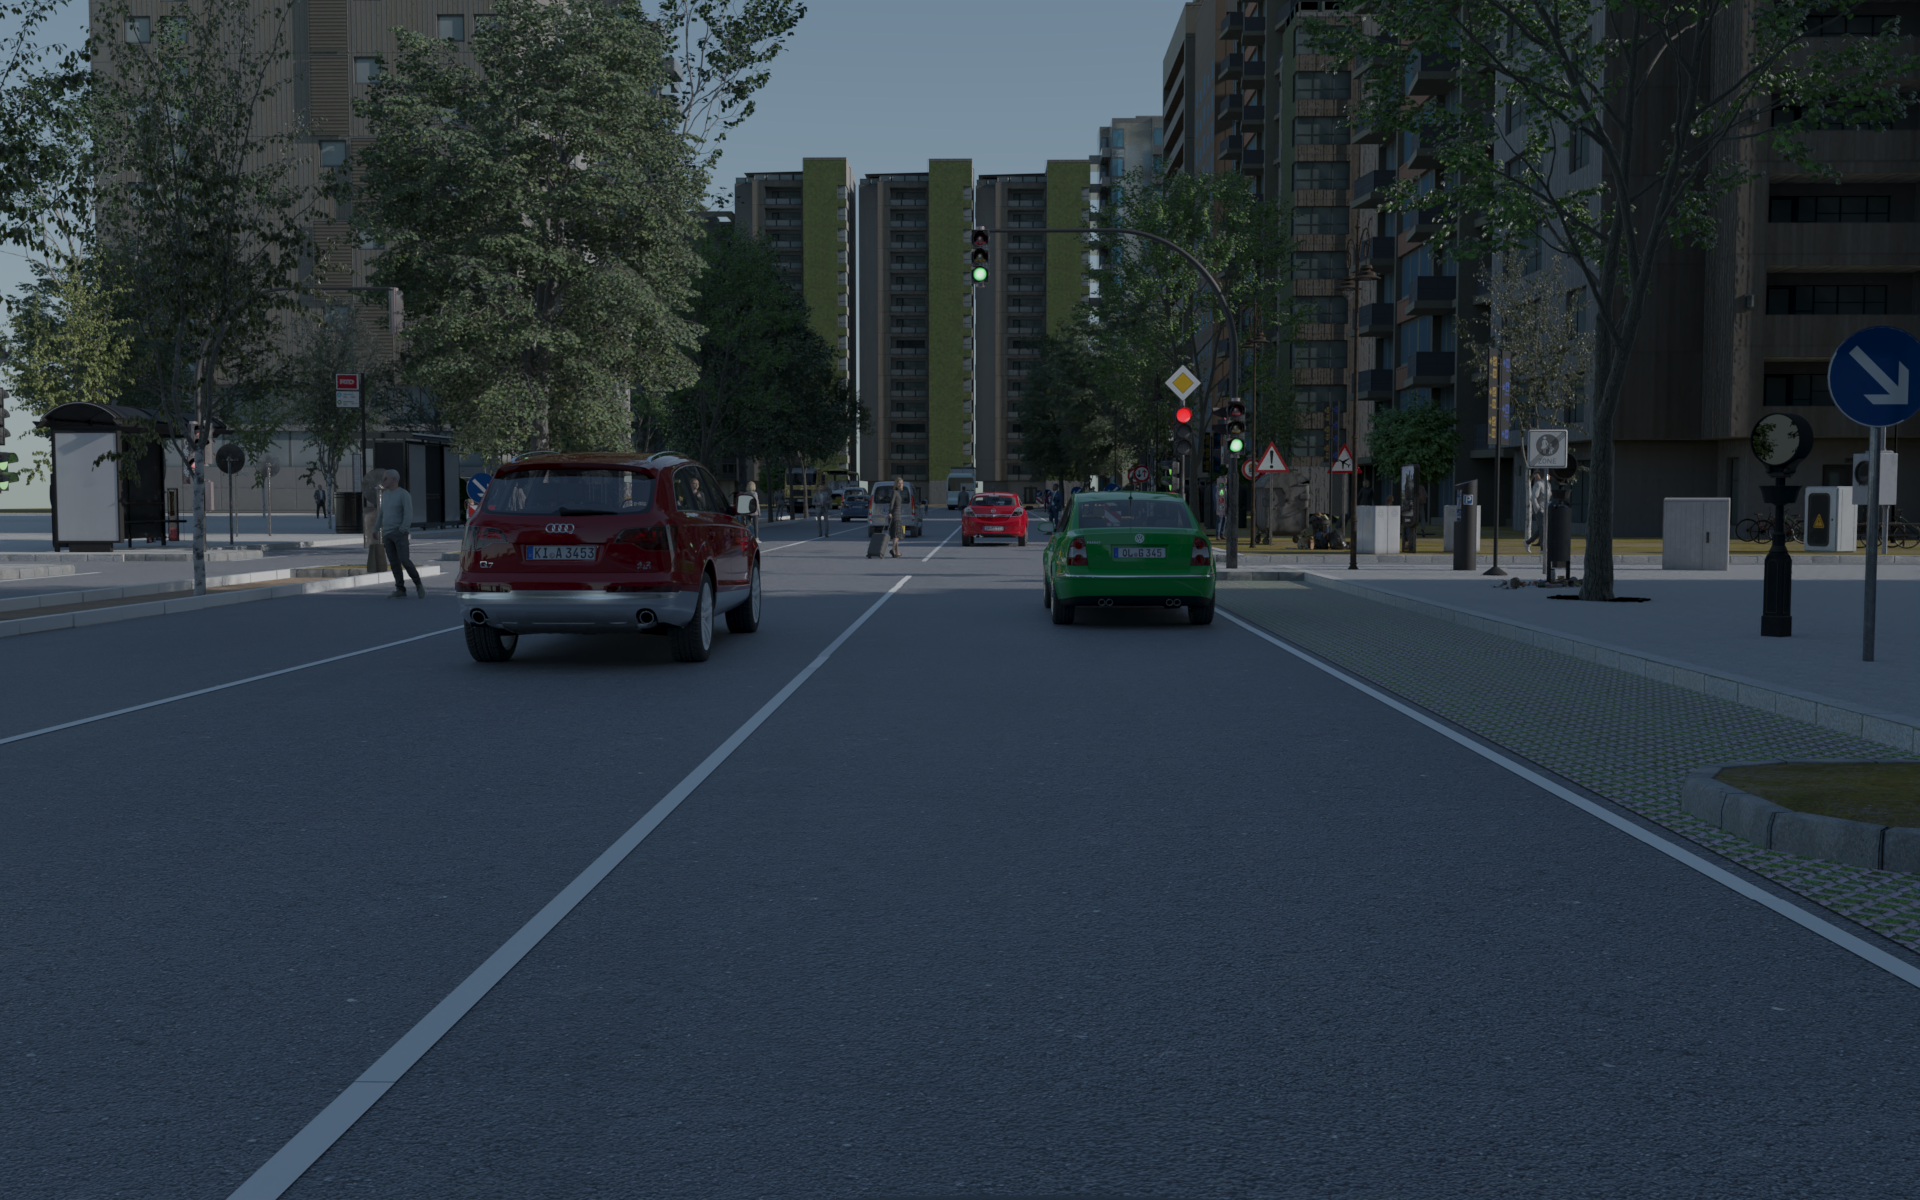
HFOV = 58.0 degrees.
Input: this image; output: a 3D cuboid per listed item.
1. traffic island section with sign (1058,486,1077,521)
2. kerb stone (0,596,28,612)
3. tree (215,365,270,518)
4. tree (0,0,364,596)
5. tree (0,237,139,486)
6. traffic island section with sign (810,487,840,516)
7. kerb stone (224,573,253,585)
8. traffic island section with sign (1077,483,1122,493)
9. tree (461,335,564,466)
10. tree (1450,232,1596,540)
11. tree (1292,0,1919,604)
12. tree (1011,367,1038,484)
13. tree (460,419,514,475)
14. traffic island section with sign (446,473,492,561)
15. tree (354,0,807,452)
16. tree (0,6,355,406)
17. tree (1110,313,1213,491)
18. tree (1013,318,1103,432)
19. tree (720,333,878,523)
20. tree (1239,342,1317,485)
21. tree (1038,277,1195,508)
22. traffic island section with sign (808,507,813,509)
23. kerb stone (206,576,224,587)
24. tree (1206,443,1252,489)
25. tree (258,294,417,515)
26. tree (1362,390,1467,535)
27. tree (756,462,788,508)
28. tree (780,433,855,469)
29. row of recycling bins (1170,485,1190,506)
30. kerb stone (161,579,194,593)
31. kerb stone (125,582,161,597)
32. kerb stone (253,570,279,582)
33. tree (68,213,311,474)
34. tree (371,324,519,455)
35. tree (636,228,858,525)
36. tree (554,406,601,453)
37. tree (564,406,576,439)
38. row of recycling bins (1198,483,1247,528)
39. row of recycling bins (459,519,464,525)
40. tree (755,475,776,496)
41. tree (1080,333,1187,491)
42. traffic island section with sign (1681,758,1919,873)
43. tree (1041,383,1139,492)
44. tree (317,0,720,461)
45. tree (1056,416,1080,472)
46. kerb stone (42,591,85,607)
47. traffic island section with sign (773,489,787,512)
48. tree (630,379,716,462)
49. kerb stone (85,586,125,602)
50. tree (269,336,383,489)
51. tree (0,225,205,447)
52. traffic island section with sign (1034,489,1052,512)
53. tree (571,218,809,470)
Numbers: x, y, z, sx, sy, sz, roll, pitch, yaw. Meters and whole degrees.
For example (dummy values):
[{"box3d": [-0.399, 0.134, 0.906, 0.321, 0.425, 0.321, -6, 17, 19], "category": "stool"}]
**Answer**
[{"box3d": [5.926, -4.963, 89.780, 1.989, 1.847, 2.006, 0, 4, 1], "category": "traffic island section with sign"}, {"box3d": [-11.643, 0.057, 21.274, 0.120, 0.150, 1.000, 0, 4, 1], "category": "kerb stone"}, {"box3d": [-37.900, -8.751, 93.445, 4.737, 8.622, 4.395, 0, 3, 0], "category": "tree"}, {"box3d": [-10.279, -4.316, 23.385, 4.360, 8.622, 3.978, 0, 3, 0], "category": "tree"}, {"box3d": [-25.407, -6.070, 49.608, 4.737, 8.622, 4.395, 0, 3, 0], "category": "tree"}, {"box3d": [-8.713, -6.409, 112.927, 2.006, 1.907, 1.989, 0, 4, 1], "category": "traffic island section with sign"}, {"box3d": [-11.512, -0.317, 27.420, 0.120, 0.150, 1.000, 0, 4, 1], "category": "kerb stone"}, {"box3d": [5.378, -3.315, 62.831, 1.989, 1.847, 2.006, 0, 4, 1], "category": "traffic island section with sign"}, {"box3d": [-18.745, -7.409, 71.496, 4.360, 8.622, 3.978, 0, 3, 0], "category": "tree"}, {"box3d": [15.130, -5.844, 45.912, 4.360, 8.622, 3.978, 0, 3, 0], "category": "tree"}, {"box3d": [7.860, -5.795, 20.505, 9.928, 11.665, 9.643, 0, 3, 0], "category": "tree"}, {"box3d": [9.293, -15.432, 158.963, 9.857, 13.997, 8.962, 0, 3, 0], "category": "tree"}, {"box3d": [-27.512, -9.224, 101.175, 4.737, 8.622, 4.395, 0, 3, 0], "category": "tree"}, {"box3d": [-10.235, -1.815, 37.804, 2.006, 1.907, 1.989, 0, 4, 1], "category": "traffic island section with sign"}, {"box3d": [-11.328, -11.890, 52.754, 12.611, 20.169, 13.585, 0, 3, 0], "category": "tree"}, {"box3d": [-32.481, -12.908, 66.931, 12.611, 20.169, 13.585, 0, 3, 0], "category": "tree"}, {"box3d": [8.117, -7.363, 70.751, 4.737, 8.622, 4.395, 0, 3, 0], "category": "tree"}, {"box3d": [11.749, -20.052, 183.743, 12.611, 20.169, 13.585, 0, 3, 0], "category": "tree"}, {"box3d": [-8.813, -9.954, 99.617, 8.767, 10.594, 7.601, 0, 4, 1], "category": "tree"}, {"box3d": [15.245, -8.117, 83.068, 4.737, 8.622, 4.395, 0, 3, 0], "category": "tree"}, {"box3d": [9.278, -11.949, 102.014, 9.857, 13.997, 8.962, 0, 3, 0], "category": "tree"}, {"box3d": [-13.824, -9.692, 167.088, 1.989, 1.847, 2.006, 0, 4, 1], "category": "traffic island section with sign"}, {"box3d": [-11.533, -0.257, 26.398, 0.120, 0.150, 1.000, 0, 4, 1], "category": "kerb stone"}, {"box3d": [16.299, -7.373, 104.261, 4.285, 4.588, 4.351, 0, 3, 0], "category": "tree"}, {"box3d": [-38.405, -11.988, 106.365, 12.009, 13.543, 11.850, 0, 3, 0], "category": "tree"}, {"box3d": [14.336, -4.335, 54.585, 4.285, 4.588, 4.351, 0, 3, 0], "category": "tree"}, {"box3d": [-17.328, -11.119, 165.504, 4.285, 4.588, 4.351, 0, 3, 0], "category": "tree"}, {"box3d": [-16.040, -16.651, 182.613, 12.009, 13.543, 11.850, 0, 3, 0], "category": "tree"}, {"box3d": [10.198, -4.292, 77.284, 1.069, 1.692, 3.534, 2, 4, 27], "category": "row of recycling bins"}, {"box3d": [-11.555, -0.195, 25.376, 0.120, 0.150, 1.000, 0, 4, 1], "category": "kerb stone"}, {"box3d": [-11.570, -0.132, 24.353, 0.120, 0.150, 1.000, 0, 4, 1], "category": "kerb stone"}, {"box3d": [-11.493, -0.382, 28.442, 0.120, 0.150, 1.000, 0, 4, 1], "category": "kerb stone"}, {"box3d": [-25.397, -7.491, 56.889, 8.767, 10.594, 7.601, 0, 4, 7], "category": "tree"}, {"box3d": [-26.337, -9.451, 88.929, 8.767, 10.594, 7.601, -3, 4, -37], "category": "tree"}, {"box3d": [-9.322, -9.461, 74.144, 9.611, 12.733, 9.660, 0, 3, 0], "category": "tree"}, {"box3d": [-24.211, -9.776, 110.207, 4.737, 8.622, 4.395, 0, 3, 0], "category": "tree"}, {"box3d": [-18.924, -7.750, 77.071, 4.360, 8.622, 3.978, 0, 3, 0], "category": "tree"}, {"box3d": [10.140, -3.630, 66.463, 1.069, 1.692, 3.534, 0, 4, -7], "category": "row of recycling bins"}, {"box3d": [-21.138, -3.976, 72.113, 1.069, 1.692, 3.534, 0, 4, -3], "category": "row of recycling bins"}, {"box3d": [-17.392, -9.895, 156.385, 1.663, 3.219, 1.824, 0, 3, 0], "category": "tree"}, {"box3d": [8.305, -7.822, 78.253, 4.360, 8.622, 3.978, 0, 3, 0], "category": "tree"}, {"box3d": [4.238, 0.080, 7.317, 1.989, 1.847, 2.006, 0, 4, 1], "category": "traffic island section with sign"}, {"box3d": [9.436, -11.906, 129.072, 7.601, 10.594, 8.767, 2, 4, 35], "category": "tree"}, {"box3d": [-10.233, -8.104, 41.606, 9.857, 13.997, 8.962, 0, 3, 0], "category": "tree"}, {"box3d": [8.751, -10.358, 119.713, 4.360, 8.622, 3.978, 0, 3, 0], "category": "tree"}, {"box3d": [-11.625, -0.006, 22.301, 0.120, 0.150, 1.000, 0, 4, 1], "category": "kerb stone"}, {"box3d": [-14.380, -8.043, 140.138, 1.989, 1.847, 2.006, 0, 4, 1], "category": "traffic island section with sign"}, {"box3d": [-17.577, -10.662, 108.741, 8.767, 10.594, 7.601, 0, 4, 2], "category": "tree"}, {"box3d": [-11.595, -0.064, 23.323, 0.120, 0.150, 1.000, 0, 4, 1], "category": "kerb stone"}, {"box3d": [-29.170, -7.958, 80.472, 4.737, 8.622, 4.395, 0, 3, 0], "category": "tree"}, {"box3d": [-40.853, -10.774, 82.804, 9.857, 13.997, 8.962, 0, 3, 0], "category": "tree"}, {"box3d": [6.944, -8.009, 139.570, 1.989, 1.847, 2.006, 0, 4, 1], "category": "traffic island section with sign"}, {"box3d": [-9.440, -8.325, 64.326, 9.928, 11.665, 9.643, 0, 3, 0], "category": "tree"}]
